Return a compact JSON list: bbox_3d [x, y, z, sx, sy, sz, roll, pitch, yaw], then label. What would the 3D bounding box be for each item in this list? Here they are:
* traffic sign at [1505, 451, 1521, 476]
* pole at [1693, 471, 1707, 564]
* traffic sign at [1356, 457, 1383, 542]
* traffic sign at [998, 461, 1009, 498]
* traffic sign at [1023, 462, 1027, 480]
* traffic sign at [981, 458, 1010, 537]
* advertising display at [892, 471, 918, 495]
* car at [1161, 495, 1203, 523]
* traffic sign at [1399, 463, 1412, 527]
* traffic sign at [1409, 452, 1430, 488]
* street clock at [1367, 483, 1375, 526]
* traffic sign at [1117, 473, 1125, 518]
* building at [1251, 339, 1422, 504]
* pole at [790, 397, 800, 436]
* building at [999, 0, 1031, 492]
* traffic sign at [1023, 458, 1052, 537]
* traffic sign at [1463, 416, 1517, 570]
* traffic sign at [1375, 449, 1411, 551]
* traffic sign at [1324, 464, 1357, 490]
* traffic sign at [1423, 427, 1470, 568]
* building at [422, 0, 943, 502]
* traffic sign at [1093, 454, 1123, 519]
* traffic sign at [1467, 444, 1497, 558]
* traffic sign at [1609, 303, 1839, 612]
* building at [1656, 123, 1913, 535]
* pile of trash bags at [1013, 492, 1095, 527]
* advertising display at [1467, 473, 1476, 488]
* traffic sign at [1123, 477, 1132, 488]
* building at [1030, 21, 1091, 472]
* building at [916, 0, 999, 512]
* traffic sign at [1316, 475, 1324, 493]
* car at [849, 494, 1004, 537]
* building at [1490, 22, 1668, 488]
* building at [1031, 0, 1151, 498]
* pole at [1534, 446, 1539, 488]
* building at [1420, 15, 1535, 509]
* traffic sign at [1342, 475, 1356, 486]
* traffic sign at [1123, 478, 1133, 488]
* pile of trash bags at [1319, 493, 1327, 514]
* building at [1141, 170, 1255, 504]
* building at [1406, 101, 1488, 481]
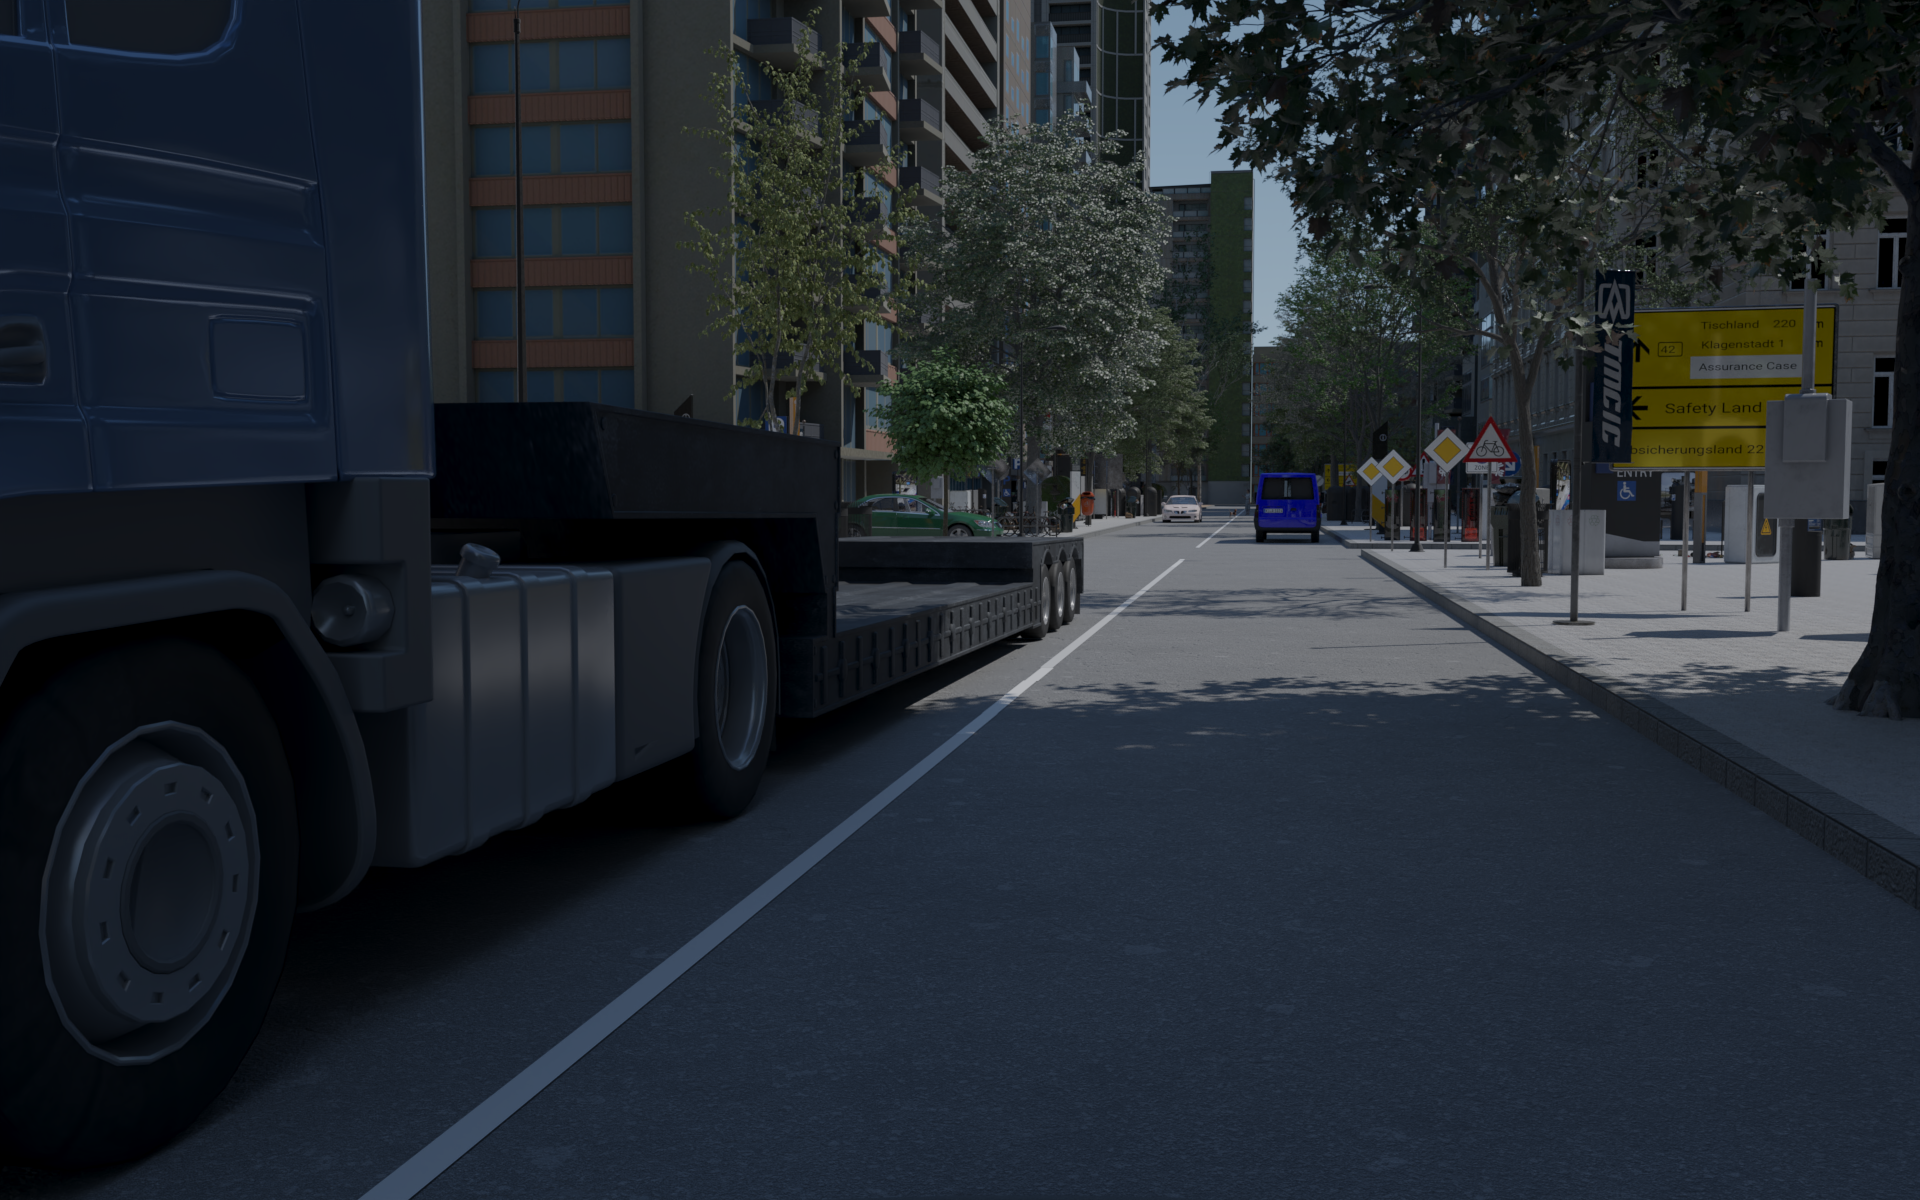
[{"bbox_3d":[15.808,-3.056,50.071,0.768,2.556,0.104,1,4,15],"label":"traffic sign"},{"bbox_3d":[13.673,-2.330,31.946,0.158,3.312,0.155,0,3,0],"label":"pole"},{"bbox_3d":[11.057,-2.627,46.597,0.795,2.450,0.064,1,4,10],"label":"traffic sign"},{"bbox_3d":[1.421,-3.894,63.779,0.768,2.556,0.104,1,4,16],"label":"traffic sign"},{"bbox_3d":[2.539,-3.870,63.388,0.768,2.556,0.104,1,4,18],"label":"traffic sign"},{"bbox_3d":[0.770,-2.243,40.312,0.795,2.450,0.064,1,4,10],"label":"traffic sign"},{"bbox_3d":[-1.535,-2.635,48.290,0.123,1.923,0.974,3,4,38],"label":"advertising display"},{"bbox_3d":[11.257,-4.601,87.580,2.083,1.381,4.827,1,4,10],"label":"car"},{"bbox_3d":[17.283,-4.135,67.711,0.768,2.556,0.104,1,4,14],"label":"traffic sign"},{"bbox_3d":[14.170,-3.240,52.981,0.884,2.594,0.081,1,4,17],"label":"traffic sign"},{"bbox_3d":[16.595,-3.985,69.722,0.358,2.002,0.471,3,5,40],"label":"street clock"},{"bbox_3d":[8.564,-5.731,93.810,0.768,2.556,0.104,1,4,14],"label":"traffic sign"},{"bbox_3d":[52.762,-23.256,225.266,28.899,21.520,27.650,1,4,10],"label":"building"},{"bbox_3d":[-3.489,-2.616,36.617,0.158,3.312,0.155,0,3,0],"label":"pole"},{"bbox_3d":[-2.457,-29.465,131.868,14.600,45.320,14.200,1,4,10],"label":"building"},{"bbox_3d":[2.152,-2.724,48.177,0.795,2.450,0.064,1,4,10],"label":"traffic sign"},{"bbox_3d":[8.878,-1.777,29.062,0.884,2.594,0.081,1,4,10],"label":"traffic sign"},{"bbox_3d":[9.675,-2.146,38.732,0.795,2.450,0.064,1,4,10],"label":"traffic sign"},{"bbox_3d":[25.601,-7.488,116.307,2.265,3.308,0.079,1,4,19],"label":"traffic sign"},{"bbox_3d":[8.423,-1.762,29.998,0.795,2.450,0.064,1,4,10],"label":"traffic sign"},{"bbox_3d":[-12.958,-25.710,74.981,22.147,44.769,28.867,1,4,10],"label":"building"},{"bbox_3d":[7.126,-5.751,87.908,2.265,3.308,0.079,1,4,15],"label":"traffic sign"},{"bbox_3d":[10.358,-1.975,34.420,0.606,2.300,0.079,1,4,11],"label":"traffic sign"},{"bbox_3d":[8.270,-1.528,18.854,2.265,3.308,0.079,1,4,15],"label":"traffic sign"},{"bbox_3d":[37.676,-15.932,57.749,25.104,27.353,12.463,1,4,10],"label":"building"},{"bbox_3d":[3.661,-3.598,68.586,3.447,1.369,1.912,1,4,15],"label":"pile of trash bags"},{"bbox_3d":[15.274,-2.849,51.795,0.123,1.923,0.974,1,4,8],"label":"advertising display"},{"bbox_3d":[10.672,-6.737,111.340,0.795,2.450,0.064,1,4,13],"label":"traffic sign"},{"bbox_3d":[-2.170,-34.207,178.888,30.456,49.044,23.786,1,4,10],"label":"building"},{"bbox_3d":[-9.667,-29.619,107.968,21.300,48.544,21.600,1,4,10],"label":"building"},{"bbox_3d":[24.154,-7.140,116.838,0.768,2.556,0.104,1,4,13],"label":"traffic sign"},{"bbox_3d":[-1.300,-2.053,45.370,4.920,1.459,2.131,1,4,10],"label":"car"},{"bbox_3d":[40.119,-19.453,94.476,17.030,29.872,44.131,1,4,10],"label":"building"},{"bbox_3d":[14.006,-48.278,227.604,20.611,71.187,20.563,1,4,10],"label":"building"},{"bbox_3d":[24.392,-4.862,73.336,0.158,3.312,0.155,0,3,0],"label":"pole"},{"bbox_3d":[49.447,-50.299,135.065,22.319,86.520,31.000,1,4,10],"label":"building"},{"bbox_3d":[25.402,-6.919,113.125,0.884,2.594,0.081,1,4,14],"label":"traffic sign"},{"bbox_3d":[10.939,-6.766,112.753,0.606,2.300,0.079,1,4,11],"label":"traffic sign"},{"bbox_3d":[23.885,-6.414,114.616,1.912,1.369,3.447,1,4,15],"label":"pile of trash bags"},{"bbox_3d":[30.464,-32.927,221.948,14.086,41.232,14.154,1,4,10],"label":"building"},{"bbox_3d":[55.035,-31.264,165.787,22.147,44.769,28.867,1,4,10],"label":"building"}]
